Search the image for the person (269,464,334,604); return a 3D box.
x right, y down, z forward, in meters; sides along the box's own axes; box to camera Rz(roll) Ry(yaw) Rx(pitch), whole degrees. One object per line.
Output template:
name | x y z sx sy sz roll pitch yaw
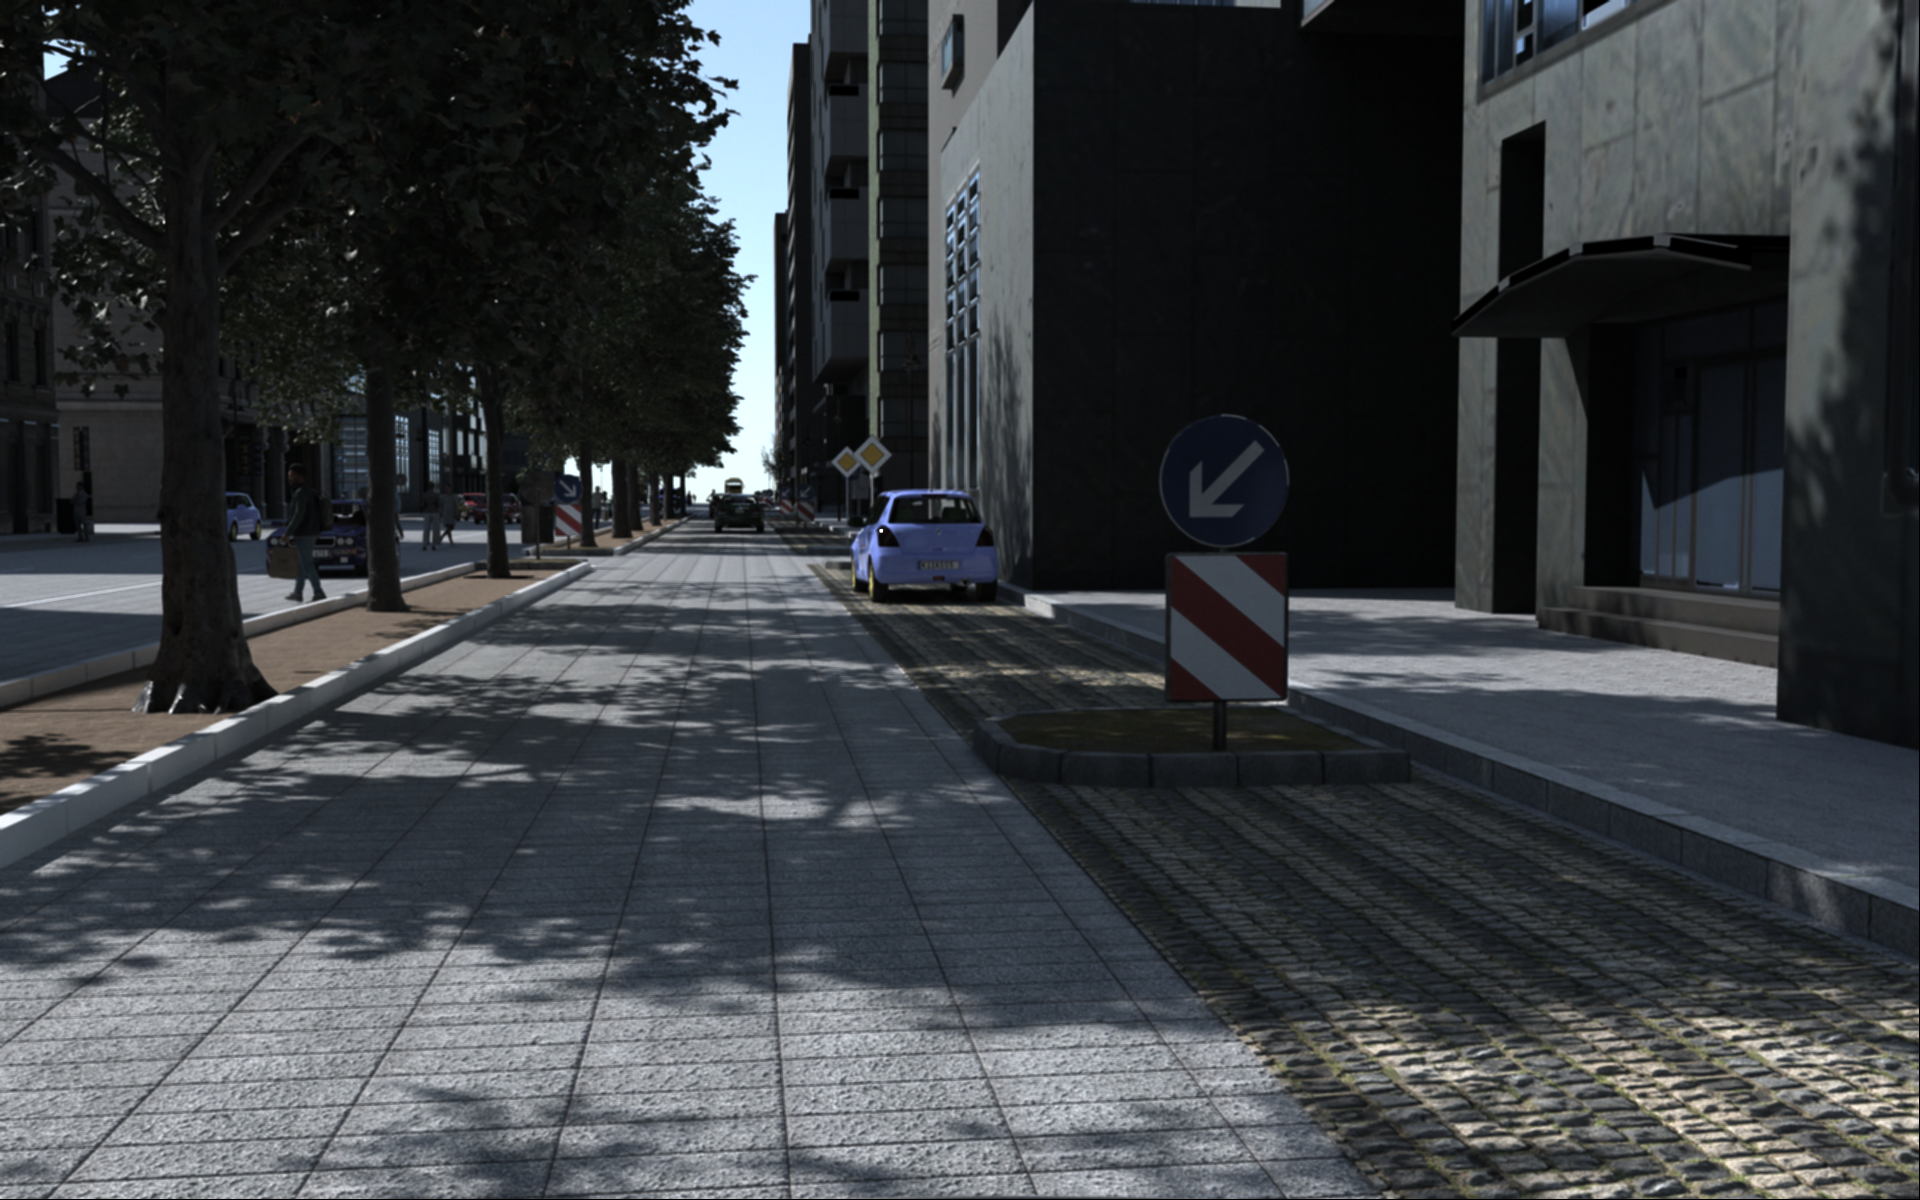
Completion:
person | -8.520 -0.849 22.369 0.713 1.824 0.794 1 4 10

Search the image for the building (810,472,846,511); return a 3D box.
building | 4.237 -27.355 139.142 32.217 40.220 23.993 0 4 -7

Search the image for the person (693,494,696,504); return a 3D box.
person | -38.314 -14.544 249.474 0.628 1.438 0.799 -1 4 -17

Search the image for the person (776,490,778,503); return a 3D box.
person | -25.232 -14.202 238.384 0.705 1.807 1.348 -1 4 -20

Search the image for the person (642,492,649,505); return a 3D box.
person | -39.511 -12.750 217.518 0.990 1.755 0.434 -3 4 -37

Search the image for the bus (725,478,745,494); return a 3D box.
bus | -34.224 -16.581 262.647 2.896 3.916 12.252 0 4 -6

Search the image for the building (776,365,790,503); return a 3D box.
building | -12.036 -24.649 248.057 27.650 21.520 28.899 0 4 -7

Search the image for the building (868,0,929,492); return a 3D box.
building | 3.032 -23.801 72.743 14.154 41.232 14.086 0 4 -7

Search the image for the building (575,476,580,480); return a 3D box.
building | -62.454 -48.623 233.232 20.563 71.187 20.611 0 4 -7

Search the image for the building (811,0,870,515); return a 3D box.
building | 5.044 -31.473 103.827 28.713 52.752 27.495 0 4 -7

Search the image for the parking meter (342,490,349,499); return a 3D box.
parking meter | -35.662 -5.632 100.487 0.372 1.533 0.369 0 3 0

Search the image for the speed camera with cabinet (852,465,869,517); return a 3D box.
speed camera with cabinet | -4.057 -5.360 81.968 2.038 3.252 0.660 -1 4 -21

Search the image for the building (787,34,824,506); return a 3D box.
building | -6.962 -34.095 181.162 21.300 48.544 21.600 0 4 -7

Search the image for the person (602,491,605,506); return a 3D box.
person | -44.031 -12.572 214.057 0.705 1.823 1.348 -2 4 -26

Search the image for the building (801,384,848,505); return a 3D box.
building | -4.175 -44.119 159.589 20.563 71.187 20.611 0 4 -7

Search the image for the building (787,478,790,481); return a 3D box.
building | -9.644 -36.578 217.660 23.786 49.044 30.456 0 4 -7

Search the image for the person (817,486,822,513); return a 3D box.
person | -9.617 -6.858 118.262 0.705 1.812 1.348 0 4 -4

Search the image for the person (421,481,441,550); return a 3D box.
person | -13.435 -2.143 44.082 0.519 1.759 0.362 0 4 -3

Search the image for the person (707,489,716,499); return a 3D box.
person | -22.893 -9.344 160.912 1.348 1.869 0.705 -2 4 -32

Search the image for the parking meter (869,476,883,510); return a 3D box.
parking meter | -2.700 -3.070 55.909 0.399 1.863 0.255 2 4 25

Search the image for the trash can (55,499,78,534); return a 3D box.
trash can | -28.682 -2.691 55.645 0.748 1.137 0.748 0 3 0

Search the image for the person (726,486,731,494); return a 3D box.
person | -12.096 -5.043 90.833 0.818 1.842 0.514 -3 4 -37

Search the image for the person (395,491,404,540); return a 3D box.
person | -17.682 -2.788 54.097 0.660 1.820 0.620 1 4 21

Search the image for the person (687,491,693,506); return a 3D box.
person | -33.132 -12.462 212.199 0.705 1.831 1.348 -3 4 -39

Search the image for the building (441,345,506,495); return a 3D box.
building | -54.776 -32.850 156.706 23.786 49.044 30.456 0 4 -7

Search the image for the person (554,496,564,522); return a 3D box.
person | -20.661 -4.922 89.239 0.793 1.790 0.793 -1 4 -13

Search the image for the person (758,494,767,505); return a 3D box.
person | -23.835 -12.226 208.918 1.217 1.766 0.721 -1 4 -19

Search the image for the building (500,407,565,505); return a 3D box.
building | -60.182 -40.793 208.969 21.231 58.520 28.212 0 4 -7

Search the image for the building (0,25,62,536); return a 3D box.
building | -33.791 -12.188 48.423 9.793 20.994 18.267 0 4 -7

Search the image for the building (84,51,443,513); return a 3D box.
building | -50.204 -49.697 125.224 22.319 86.520 31.000 0 4 -7

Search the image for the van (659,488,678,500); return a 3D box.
van | -28.877 -10.235 171.721 2.240 2.365 5.245 0 4 -7

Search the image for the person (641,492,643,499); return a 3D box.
person | -44.414 -14.198 241.358 1.217 1.735 0.721 -1 4 -16

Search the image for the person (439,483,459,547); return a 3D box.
person | -13.916 -2.306 46.957 0.760 1.731 0.466 1 4 23

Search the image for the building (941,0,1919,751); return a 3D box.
building | 12.658 -43.065 16.777 22.319 86.520 31.000 0 4 -7

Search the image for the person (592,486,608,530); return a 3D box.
person | -14.578 -3.724 69.871 0.782 1.767 0.515 0 4 -4

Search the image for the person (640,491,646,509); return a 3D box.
person | -30.311 -9.467 163.994 1.217 1.736 0.721 -1 4 -21

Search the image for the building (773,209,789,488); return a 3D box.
building | -21.698 -37.812 268.337 14.600 45.320 14.200 0 4 -7

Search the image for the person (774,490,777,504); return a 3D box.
person | -24.029 -13.467 226.757 0.750 1.759 0.617 3 5 44

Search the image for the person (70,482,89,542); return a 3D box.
person | -26.148 -2.612 51.381 0.511 1.800 0.466 1 4 12

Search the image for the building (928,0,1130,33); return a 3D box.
building | 9.953 -26.187 51.863 21.600 48.544 21.300 0 4 -7

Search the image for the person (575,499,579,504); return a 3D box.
person | -21.329 -5.406 96.986 0.391 1.810 0.635 1 4 15

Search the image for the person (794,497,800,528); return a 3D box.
person | -6.660 -3.561 70.969 0.306 1.304 0.590 0 4 5

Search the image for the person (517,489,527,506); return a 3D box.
person | -28.418 -6.326 112.114 0.728 1.800 0.709 2 4 30

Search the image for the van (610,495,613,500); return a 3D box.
van | -45.021 -13.522 228.101 2.013 2.044 4.112 0 4 -8

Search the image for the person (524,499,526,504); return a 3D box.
person | -43.393 -10.130 173.135 0.593 1.643 0.415 3 4 38

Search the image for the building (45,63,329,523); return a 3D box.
building | -37.862 -13.863 77.570 10.553 20.767 40.483 0 4 -7
